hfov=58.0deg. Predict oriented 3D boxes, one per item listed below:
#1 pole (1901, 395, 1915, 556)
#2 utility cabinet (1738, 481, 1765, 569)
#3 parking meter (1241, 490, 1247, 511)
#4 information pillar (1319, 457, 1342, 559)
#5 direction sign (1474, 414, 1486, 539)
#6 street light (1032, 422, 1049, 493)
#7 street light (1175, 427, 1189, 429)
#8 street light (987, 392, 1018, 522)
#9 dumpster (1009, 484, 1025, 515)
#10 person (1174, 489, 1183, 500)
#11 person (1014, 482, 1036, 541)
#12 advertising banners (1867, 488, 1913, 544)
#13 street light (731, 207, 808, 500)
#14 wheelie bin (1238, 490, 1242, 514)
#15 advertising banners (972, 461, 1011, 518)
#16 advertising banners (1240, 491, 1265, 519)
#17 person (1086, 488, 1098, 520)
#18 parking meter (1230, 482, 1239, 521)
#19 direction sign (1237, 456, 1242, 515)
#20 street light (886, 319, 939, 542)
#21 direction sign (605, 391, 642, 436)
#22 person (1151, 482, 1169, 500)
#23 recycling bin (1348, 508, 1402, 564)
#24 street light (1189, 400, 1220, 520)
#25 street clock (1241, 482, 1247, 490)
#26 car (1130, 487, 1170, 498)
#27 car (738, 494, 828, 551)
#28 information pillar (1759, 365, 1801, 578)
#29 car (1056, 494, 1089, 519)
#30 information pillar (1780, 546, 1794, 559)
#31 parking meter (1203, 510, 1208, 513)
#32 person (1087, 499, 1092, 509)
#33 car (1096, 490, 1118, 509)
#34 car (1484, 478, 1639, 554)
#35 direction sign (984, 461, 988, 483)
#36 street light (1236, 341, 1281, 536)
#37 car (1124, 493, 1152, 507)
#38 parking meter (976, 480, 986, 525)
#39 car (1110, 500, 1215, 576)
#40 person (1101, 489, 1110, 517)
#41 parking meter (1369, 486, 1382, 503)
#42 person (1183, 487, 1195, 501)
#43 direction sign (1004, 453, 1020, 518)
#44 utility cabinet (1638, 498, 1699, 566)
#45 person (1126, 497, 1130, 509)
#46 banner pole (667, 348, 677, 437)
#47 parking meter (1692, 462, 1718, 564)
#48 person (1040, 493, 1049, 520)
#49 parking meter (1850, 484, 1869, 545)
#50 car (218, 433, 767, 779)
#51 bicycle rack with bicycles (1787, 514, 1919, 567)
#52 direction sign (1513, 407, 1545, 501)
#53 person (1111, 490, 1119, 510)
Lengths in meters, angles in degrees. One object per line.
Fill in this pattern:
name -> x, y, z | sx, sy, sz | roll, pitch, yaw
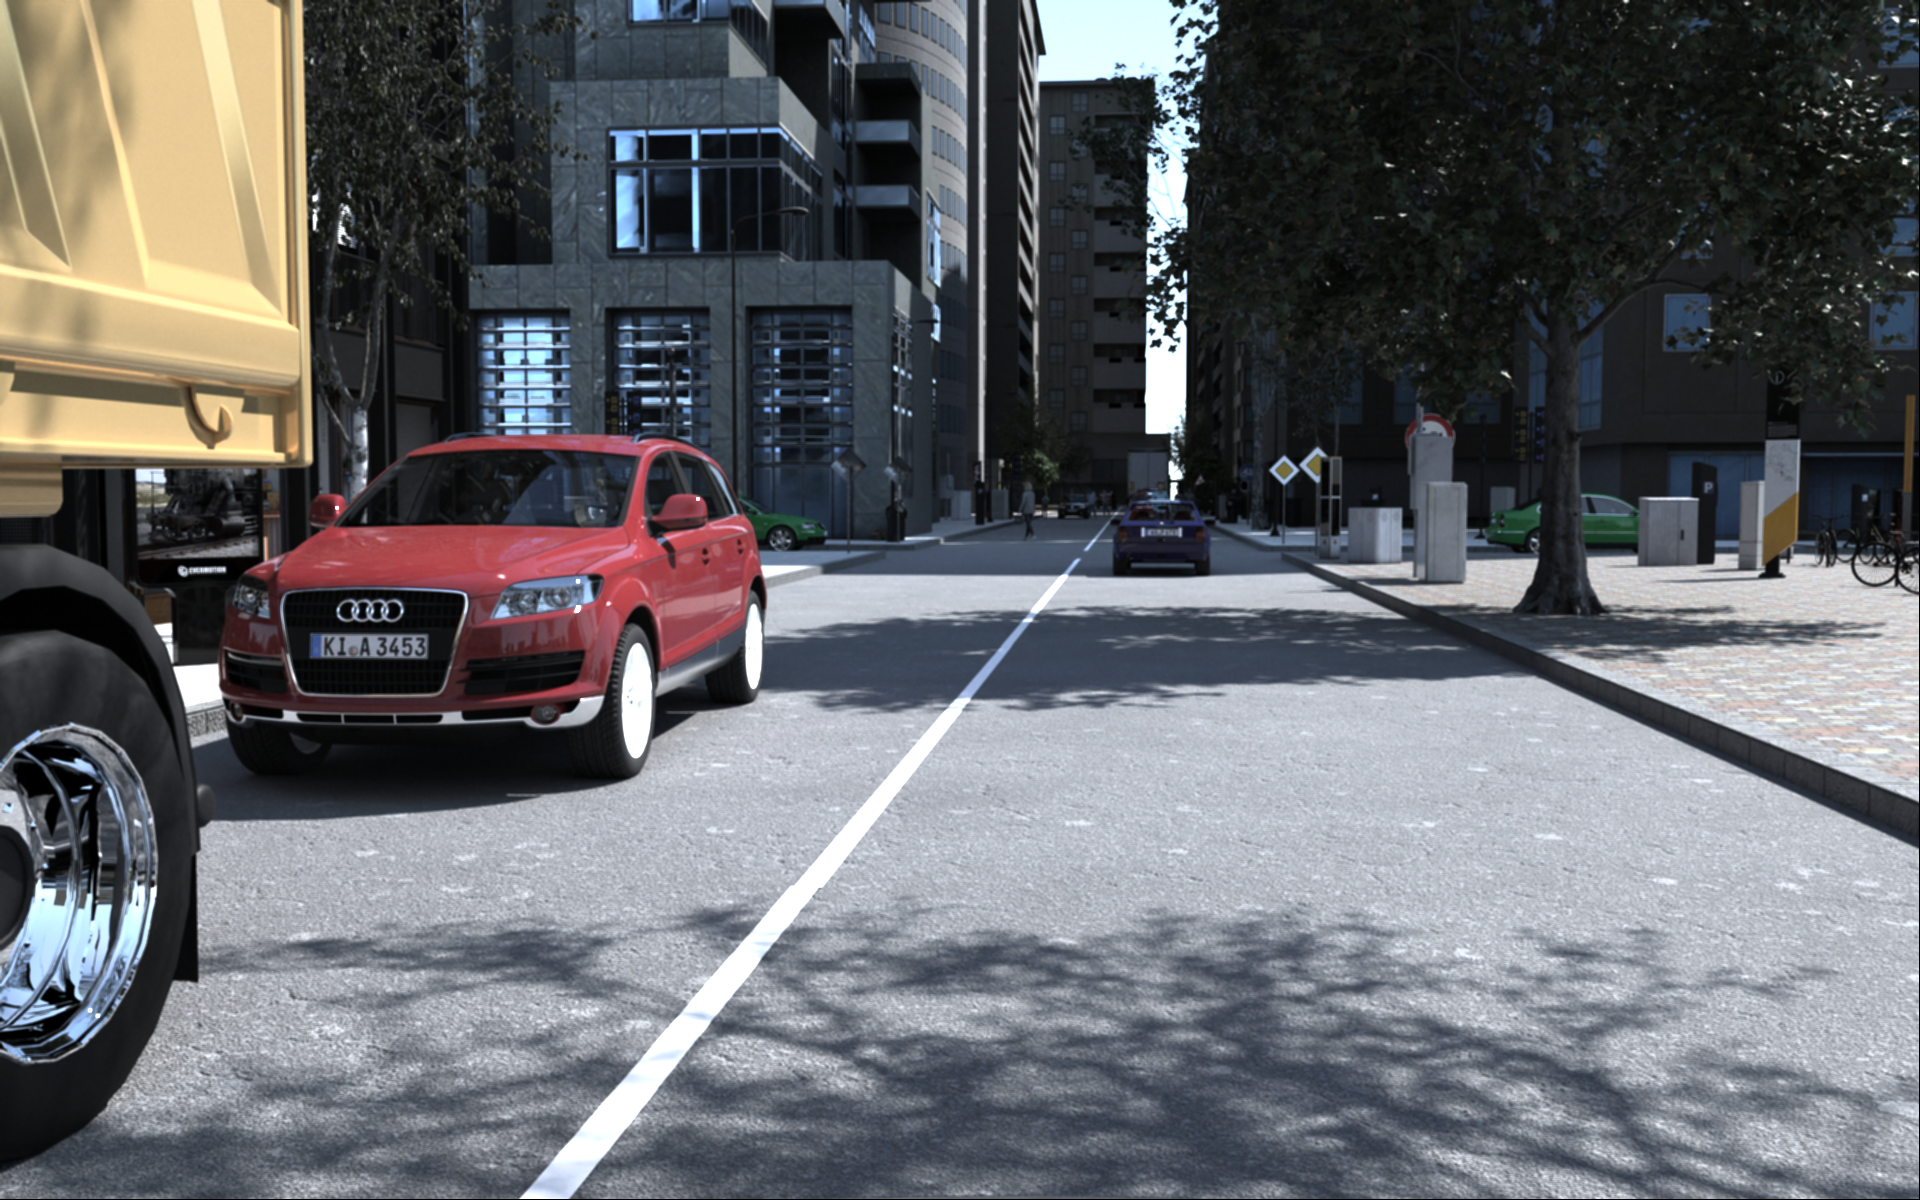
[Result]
pole -> 19.621, -2.569, 35.844 | 0.158, 3.312, 0.155 | 0, 3, 0
utility cabinet -> 13.624, -1.274, 29.503 | 0.318, 1.500, 1.173 | 3, 5, 43
parking meter -> 16.365, -5.574, 99.541 | 0.372, 1.533, 0.369 | 0, 3, 0
information pillar -> 7.300, -1.814, 34.144 | 0.304, 2.012, 0.304 | -2, 4, -33
direction sign -> 14.922, -3.518, 49.513 | 0.379, 3.537, 0.876 | 0, 4, 7
street light -> 5.248, -8.525, 111.926 | 1.470, 5.913, 1.316 | 0, 4, 6
street light -> 15.477, -8.962, 119.067 | 1.470, 5.913, 1.316 | 0, 4, 6
street light -> 1.912, -6.504, 78.880 | 1.470, 5.913, 1.316 | 0, 4, 6
dumpster -> 3.398, -5.720, 99.282 | 1.264, 1.857, 1.865 | 0, 4, 6
person -> 13.246, -5.849, 104.969 | 0.563, 1.720, 0.643 | 1, 4, 16
person -> 2.025, -2.685, 52.577 | 0.709, 1.800, 0.728 | -3, 5, -41
advertising banners -> 24.118, -2.946, 44.363 | 0.090, 3.025, 2.074 | -3, 5, -41
street light -> -3.152, -3.408, 28.266 | 1.470, 5.913, 1.316 | 0, 4, 6
wheelie bin -> 16.875, -5.986, 105.771 | 0.980, 1.594, 0.693 | -3, 5, -43
advertising banners -> 1.638, -5.802, 91.055 | 2.074, 3.025, 0.090 | 0, 4, -4
advertising banners -> 15.103, -5.573, 87.302 | 2.074, 3.025, 0.090 | 2, 4, 31
person -> 7.281, -5.309, 95.569 | 0.793, 1.790, 0.793 | -1, 4, -19
parking meter -> 12.868, -4.618, 81.221 | 0.399, 1.863, 0.255 | 1, 4, 15
direction sign -> 16.787, -6.853, 104.037 | 0.379, 3.537, 0.876 | 2, 4, 23
street light -> -1.254, -4.496, 46.048 | 1.470, 5.913, 1.316 | 0, 4, 6
direction sign -> -7.412, -2.825, 38.186 | 0.876, 3.537, 0.379 | 1, 4, 16
person -> 6.457, -2.894, 55.840 | 0.660, 1.820, 0.620 | -1, 4, -14
recycling bin -> 7.678, -1.193, 32.060 | 0.722, 1.027, 0.722 | -3, 4, -37
street light -> 12.183, -6.900, 85.352 | 1.470, 5.913, 1.316 | 0, 4, 6
street clock -> 16.552, -5.873, 100.590 | 0.358, 2.002, 0.471 | -3, 5, -39
car -> 10.937, -5.551, 99.425 | 2.281, 1.827, 5.304 | 0, 4, 5
car -> -5.606, -2.052, 42.352 | 4.718, 1.807, 1.959 | 0, 4, 4
information pillar -> 12.535, -2.146, 26.437 | 0.504, 3.616, 0.183 | 3, 5, 40
car -> 6.628, -5.570, 100.853 | 2.009, 1.686, 4.222 | 0, 4, 6
information pillar -> 16.378, -1.827, 34.360 | 0.304, 2.012, 0.304 | 3, 4, 37
parking meter -> 16.464, -6.589, 116.143 | 0.372, 1.533, 0.369 | 0, 3, 0
person -> 8.876, -6.743, 119.313 | 0.480, 1.755, 0.524 | -2, 4, -28
car -> 14.587, -9.998, 172.142 | 2.281, 1.827, 5.304 | 0, 4, 4
car -> 14.466, -1.880, 39.541 | 4.718, 1.807, 1.959 | 0, 4, 5
direction sign -> 1.554, -7.684, 117.634 | 0.876, 3.537, 0.379 | -2, 4, -35
street light -> 9.038, -4.892, 52.519 | 1.470, 5.913, 1.316 | 0, 4, 6
car -> 8.260, -4.085, 75.829 | 2.155, 1.783, 4.494 | 0, 4, 7
parking meter -> 0.852, -4.056, 72.023 | 0.399, 1.863, 0.255 | 0, 4, -6
car -> 3.717, -1.175, 31.800 | 1.945, 1.354, 3.894 | 0, 4, 7
person -> 9.239, -6.156, 109.743 | 0.643, 1.750, 0.593 | 0, 4, 2
parking meter -> 12.700, -2.726, 52.989 | 0.372, 1.533, 0.369 | 0, 3, 0
person -> 10.925, -4.548, 83.221 | 0.716, 1.782, 0.532 | -1, 4, -10
direction sign -> 2.827, -6.284, 94.746 | 0.876, 3.537, 0.379 | -1, 4, -10
utility cabinet -> 12.688, -1.215, 31.023 | 1.020, 1.237, 0.306 | -1, 4, -12
person -> 16.042, -9.331, 164.301 | 0.697, 1.427, 0.421 | -3, 5, -41
banner pole -> -4.883, -2.419, 29.568 | 0.401, 3.779, 0.863 | -1, 4, -16
parking meter -> 13.593, -1.586, 31.641 | 0.399, 1.863, 0.255 | -1, 4, -12
person -> 4.742, -5.269, 97.243 | 0.523, 1.515, 0.503 | 2, 4, 29
parking meter -> 22.904, -2.184, 44.111 | 0.372, 1.533, 0.369 | 0, 3, 0
car -> -2.510, -0.110, 10.468 | 2.281, 1.827, 5.304 | 0, 4, 4
bicycle rack with bicycles -> 16.272, -1.090, 31.212 | 2.852, 0.926, 2.925 | 0, 4, 6
direction sign -> 14.790, -3.237, 44.922 | 0.876, 3.537, 0.379 | 0, 4, 5
person -> 13.841, -8.996, 155.545 | 0.705, 1.831, 1.348 | -2, 4, -25
